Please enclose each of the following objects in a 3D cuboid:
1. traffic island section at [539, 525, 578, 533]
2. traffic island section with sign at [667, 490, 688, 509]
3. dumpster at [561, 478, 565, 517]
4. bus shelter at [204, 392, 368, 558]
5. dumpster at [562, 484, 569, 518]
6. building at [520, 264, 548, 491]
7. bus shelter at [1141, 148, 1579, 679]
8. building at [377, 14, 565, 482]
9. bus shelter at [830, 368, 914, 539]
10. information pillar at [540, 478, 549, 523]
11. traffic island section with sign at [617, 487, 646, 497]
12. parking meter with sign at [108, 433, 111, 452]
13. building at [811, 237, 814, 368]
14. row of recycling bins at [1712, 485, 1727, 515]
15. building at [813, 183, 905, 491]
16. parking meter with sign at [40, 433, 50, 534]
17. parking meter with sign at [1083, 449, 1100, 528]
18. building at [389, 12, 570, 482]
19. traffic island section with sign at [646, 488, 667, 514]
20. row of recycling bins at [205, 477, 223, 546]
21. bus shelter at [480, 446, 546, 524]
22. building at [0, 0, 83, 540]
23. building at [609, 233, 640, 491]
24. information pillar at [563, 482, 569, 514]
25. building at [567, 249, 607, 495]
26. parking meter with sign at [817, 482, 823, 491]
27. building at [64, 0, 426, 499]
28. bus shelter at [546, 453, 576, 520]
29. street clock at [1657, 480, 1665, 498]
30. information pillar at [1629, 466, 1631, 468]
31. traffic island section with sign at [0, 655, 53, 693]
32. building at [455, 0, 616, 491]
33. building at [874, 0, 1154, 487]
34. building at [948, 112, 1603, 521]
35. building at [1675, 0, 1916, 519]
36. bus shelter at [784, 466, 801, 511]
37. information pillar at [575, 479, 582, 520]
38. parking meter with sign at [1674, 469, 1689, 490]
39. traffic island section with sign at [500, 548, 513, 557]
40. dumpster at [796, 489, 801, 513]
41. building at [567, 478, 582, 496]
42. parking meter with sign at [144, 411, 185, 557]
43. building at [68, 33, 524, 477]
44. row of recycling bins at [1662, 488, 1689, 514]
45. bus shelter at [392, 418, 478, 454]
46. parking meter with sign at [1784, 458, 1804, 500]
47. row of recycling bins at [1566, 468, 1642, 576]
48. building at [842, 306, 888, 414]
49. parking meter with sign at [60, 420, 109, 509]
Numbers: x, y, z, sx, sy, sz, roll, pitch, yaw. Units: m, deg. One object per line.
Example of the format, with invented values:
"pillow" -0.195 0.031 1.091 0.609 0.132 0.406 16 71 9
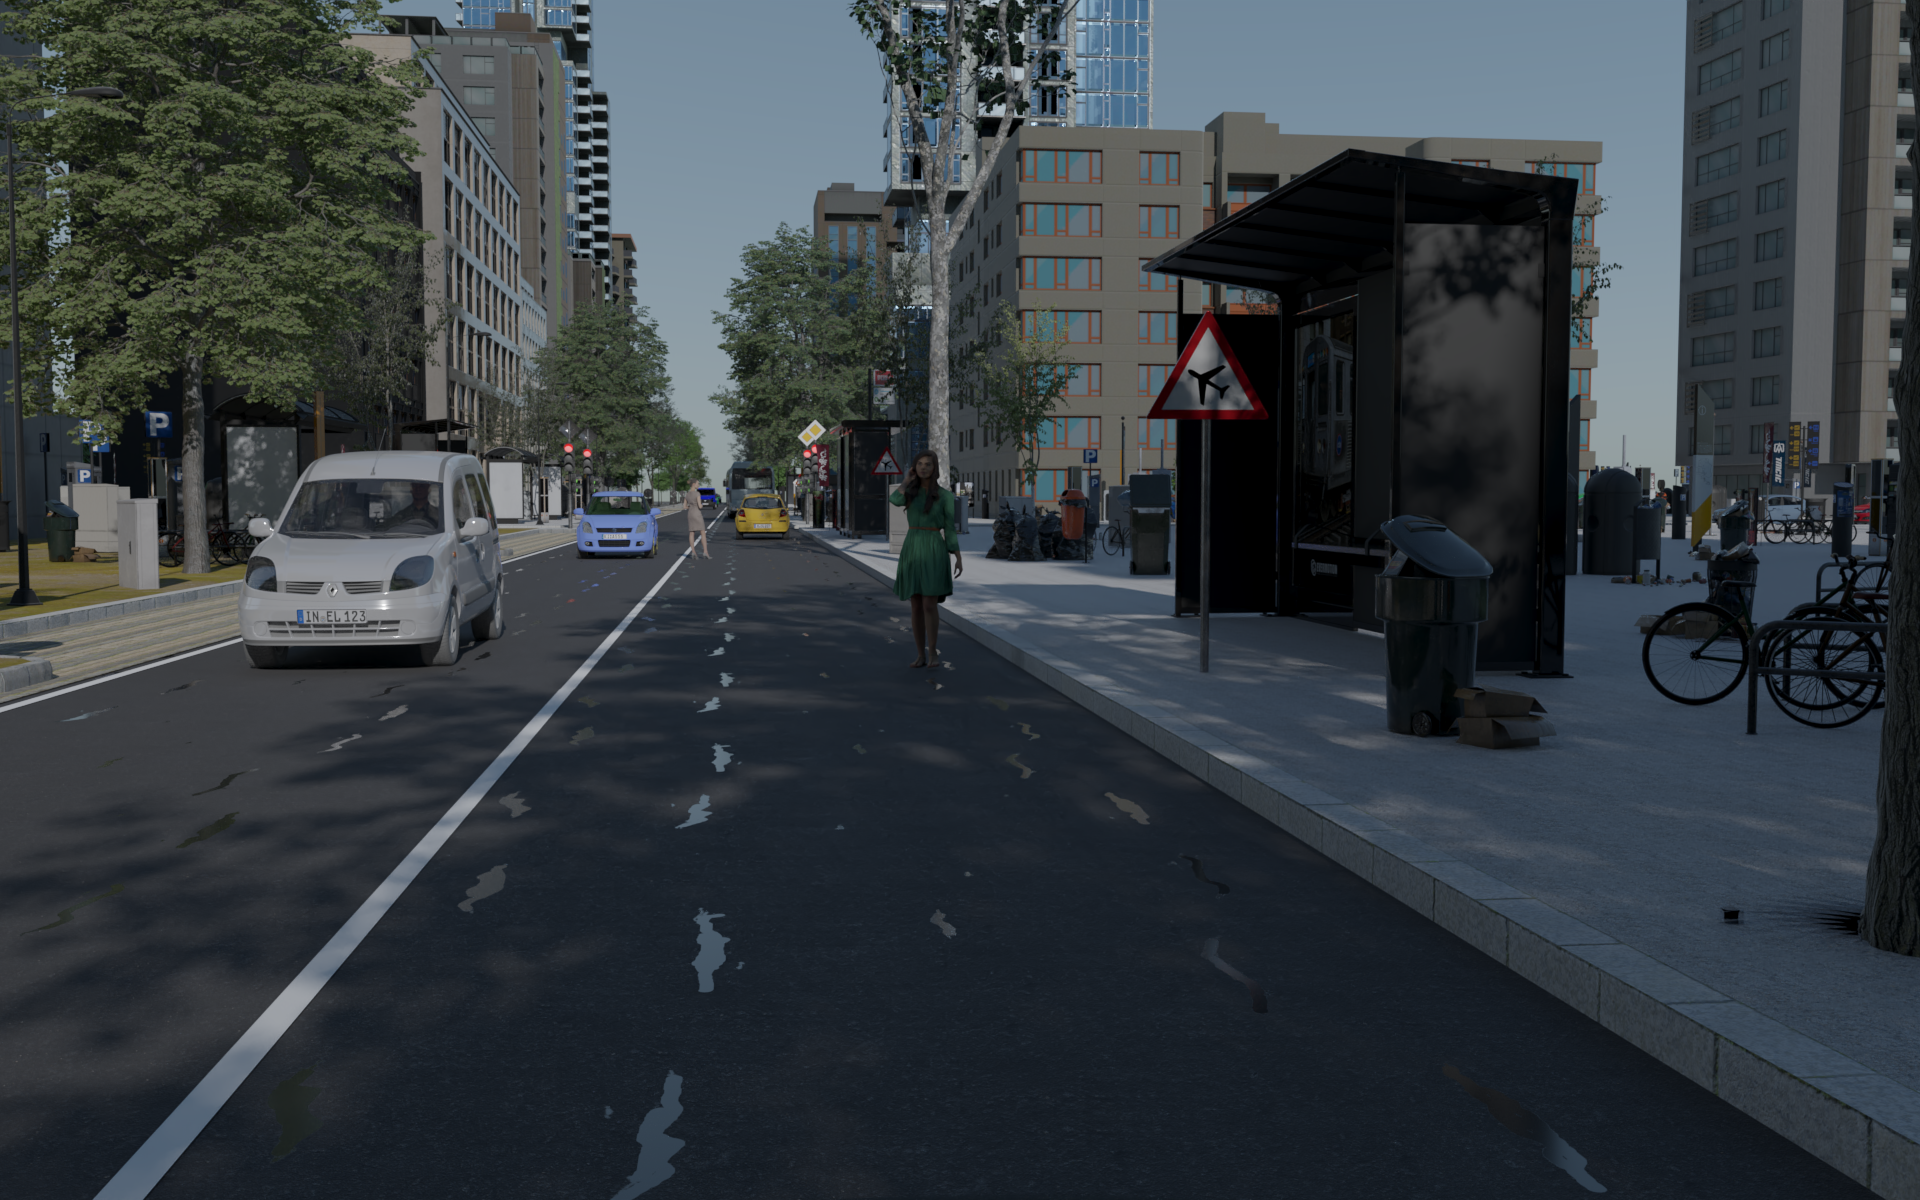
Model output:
"traffic island section" -14.499 -2.575 64.376 2.009 0.180 2.903 0 4 -7
"traffic island section with sign" -28.093 -9.898 170.463 1.989 1.847 2.006 0 4 -7
"dumpster" -22.714 -5.783 97.050 1.502 2.255 1.985 0 4 -7
"bus shelter" -14.320 -2.645 37.177 2.014 3.302 5.546 0 4 -7
"dumpster" -21.702 -5.369 93.538 1.264 1.857 1.865 0 4 -7
"building" -38.612 -17.198 135.937 10.420 20.320 16.860 0 4 -7
"bus shelter" 3.109 -1.451 15.003 1.731 3.624 6.357 0 4 -7
"building" -42.706 -28.631 151.707 14.154 41.232 14.086 0 4 -7
"bus shelter" -2.820 -4.615 53.087 2.179 5.291 8.768 0 4 -7
"information pillar" -18.513 -4.439 77.075 0.304 2.012 0.304 2 4 25
"traffic island section with sign" -18.404 -5.269 94.778 1.989 1.847 2.006 0 4 -7
"parking meter with sign" -24.405 -3.194 48.476 0.543 3.016 1.738 0 4 -3
"building" -16.811 -36.301 277.111 14.154 41.232 14.086 0 4 -7
"row of recycling bins" 34.900 -4.466 80.134 1.069 1.692 3.534 2 4 29
"building" -13.744 -36.626 248.951 14.600 45.320 14.200 0 4 -7
"parking meter with sign" -25.509 -3.288 50.021 0.543 3.016 1.738 3 5 44
"parking meter with sign" 5.083 -4.278 66.213 0.543 3.016 1.738 0 4 -3
"building" -45.197 -31.522 165.496 14.600 45.320 14.200 0 4 -7
"traffic island section with sign" -21.853 -6.919 121.754 1.989 1.847 2.006 0 4 -7
"row of recycling bins" -17.926 -2.219 43.394 1.069 1.692 3.534 0 4 -4
"bus shelter" -19.729 -5.043 76.369 2.014 3.302 5.546 0 4 -7
"building" -36.119 -36.820 40.264 20.611 71.187 20.563 0 4 -7
"building" -63.704 -38.288 280.634 22.147 44.769 28.867 0 4 -7
"information pillar" -23.159 -5.959 101.928 0.304 2.012 0.304 -2 4 -33
"building" -49.374 -26.461 204.341 14.160 30.474 14.107 0 4 -7
"parking meter with sign" -8.707 -6.755 106.699 1.738 3.016 0.543 3 5 41
"building" -34.068 -15.611 84.925 12.332 23.373 15.834 0 4 -7
"bus shelter" -20.718 -5.739 87.759 2.014 3.302 5.546 0 4 -7
"street clock" 34.962 -5.004 86.390 0.358 2.002 0.471 0 4 1
"information pillar" 54.527 -9.179 141.435 0.504 3.616 0.183 0 4 5
"traffic island section with sign" -7.888 -0.247 12.661 1.989 1.847 2.006 0 4 -7
"building" -60.423 -57.296 249.455 22.319 86.520 31.000 0 4 -7
"building" 2.777 -50.164 132.860 22.319 86.520 31.000 0 4 -7
"building" 15.364 -15.415 97.075 28.899 21.520 27.650 0 4 -7
"building" 48.876 -25.029 92.813 14.086 41.232 14.154 0 4 -7
"bus shelter" -11.980 -8.237 128.604 2.014 3.302 5.546 0 4 -7
"information pillar" -19.017 -5.003 86.285 0.304 2.012 0.304 -1 4 -18
"parking meter with sign" 50.169 -7.534 119.436 0.543 3.016 1.738 -3 5 -41
"traffic island section with sign" -11.373 -1.911 39.874 1.989 1.847 2.006 0 4 -7
"dumpster" -10.622 -6.926 118.997 1.264 1.857 1.865 0 4 -7
"building" -56.504 -30.064 183.426 32.217 40.220 23.993 0 4 -7
"parking meter with sign" -16.337 -2.434 36.060 1.738 3.016 0.543 3 5 44
"building" -39.774 -18.680 109.937 19.350 26.468 34.151 0 4 -7
"row of recycling bins" 46.579 -6.352 110.970 1.069 1.692 3.534 -3 5 -40
"bus shelter" -17.066 -3.997 56.632 1.731 3.624 6.357 0 4 -7
"parking meter with sign" 40.214 -5.345 83.654 0.543 3.016 1.738 -1 4 -9
"row of recycling bins" 9.068 -1.266 27.806 3.534 1.692 1.069 1 4 10
"building" 2.921 -20.215 175.547 27.650 21.520 28.899 0 4 -7
"parking meter with sign" -20.992 -2.760 41.394 0.543 3.016 1.738 -3 5 -43
